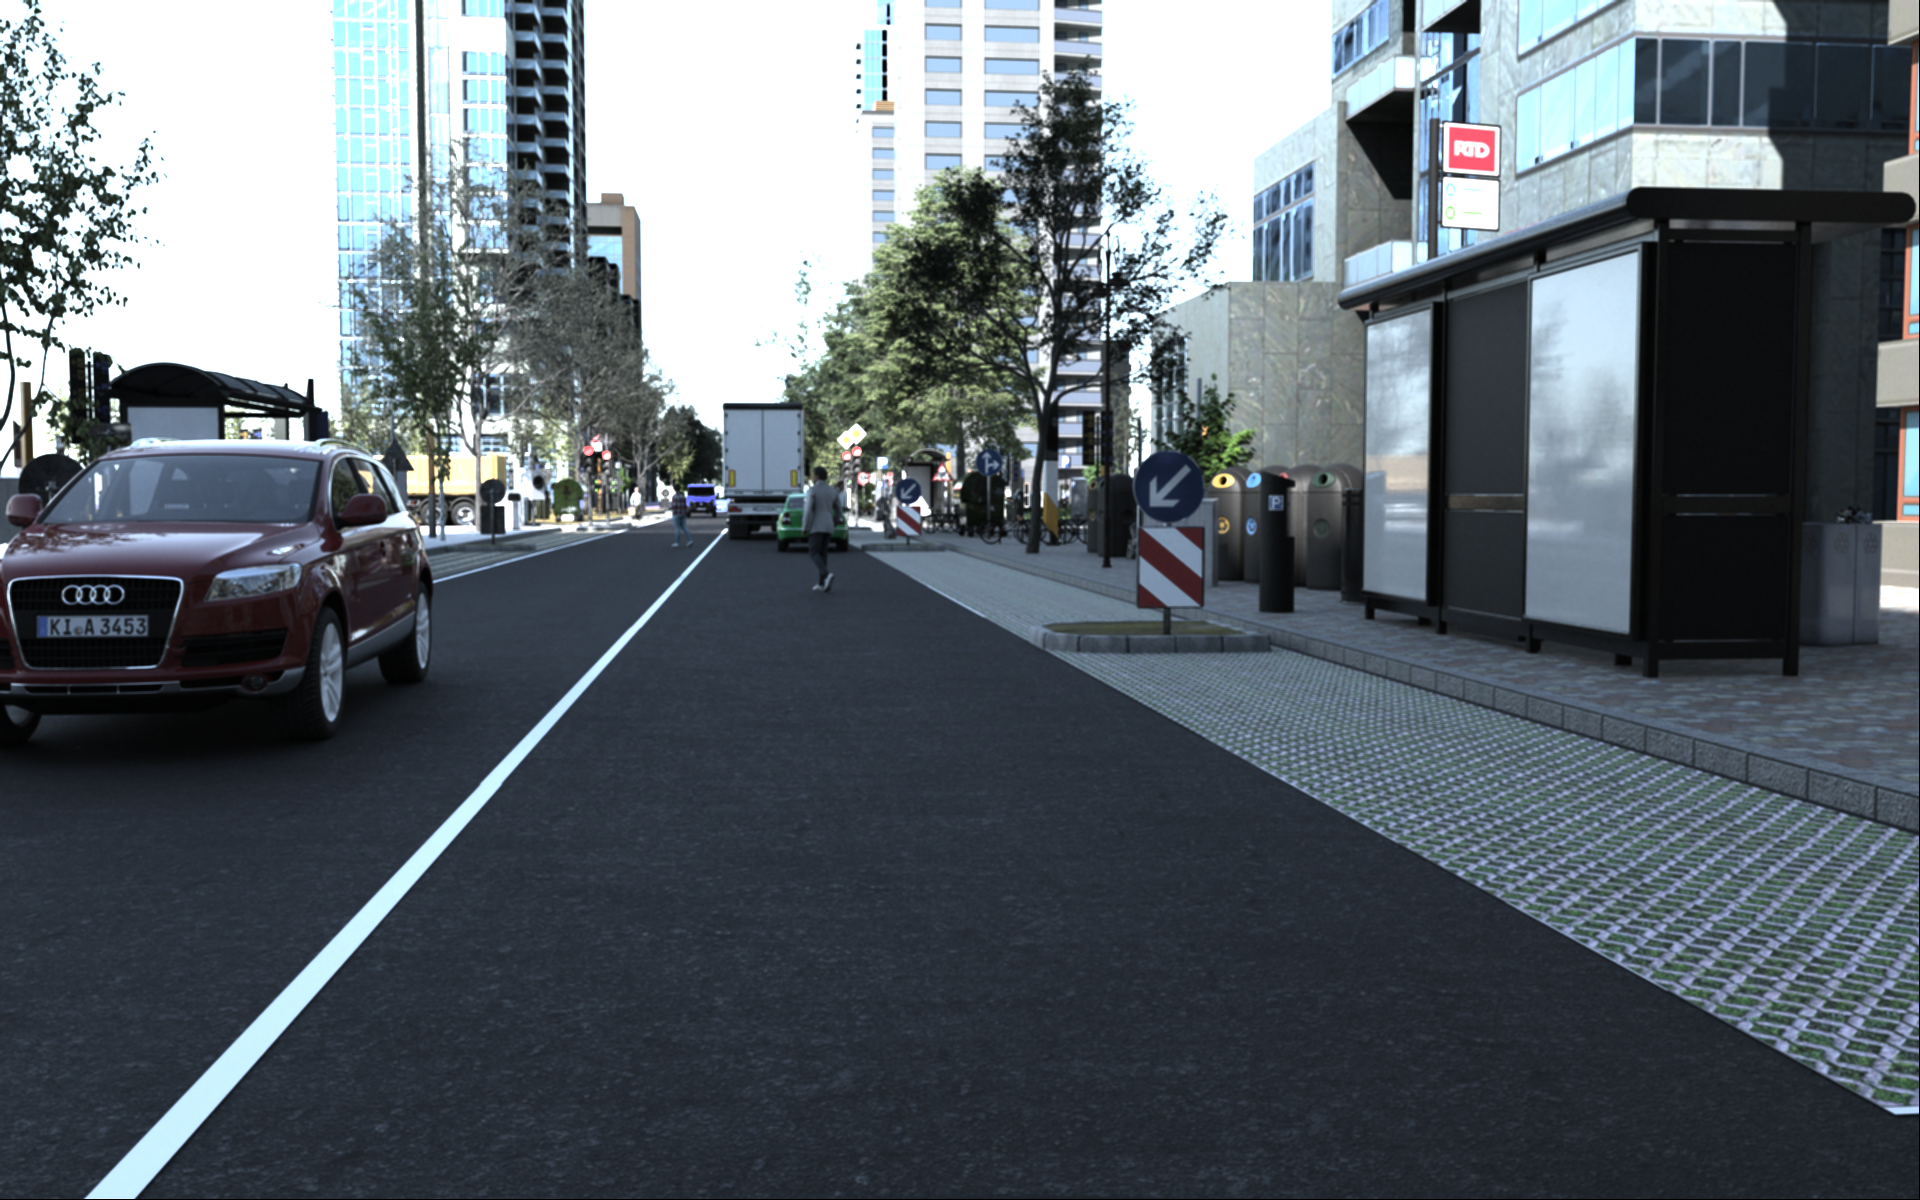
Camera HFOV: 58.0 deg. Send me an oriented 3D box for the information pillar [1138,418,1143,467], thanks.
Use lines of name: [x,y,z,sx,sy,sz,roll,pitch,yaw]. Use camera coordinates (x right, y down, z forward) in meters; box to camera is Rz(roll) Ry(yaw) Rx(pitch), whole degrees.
information pillar: [5.578,-3.811,53.661,0.183,3.616,0.504,1,4,14]

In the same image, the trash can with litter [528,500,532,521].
trash can with litter: [-20.436,-4.262,81.074,0.624,1.170,1.055,-3,4,-37]

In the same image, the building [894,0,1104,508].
building: [3.794,-38.894,177.917,21.231,58.520,28.212,0,4,-7]

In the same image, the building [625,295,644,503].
building: [-52.767,-29.043,246.556,14.160,30.474,14.107,0,4,-7]

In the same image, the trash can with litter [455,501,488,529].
trash can with litter: [-17.378,-3.214,63.600,1.678,1.210,2.233,-3,5,-43]

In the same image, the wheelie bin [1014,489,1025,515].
wheelie bin: [3.639,-6.044,106.730,0.693,1.594,0.980,-1,4,-17]

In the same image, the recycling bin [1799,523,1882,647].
recycling bin: [7.407,-0.147,14.960,0.722,1.027,0.722,-2,4,-25]

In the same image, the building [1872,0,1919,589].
building: [28.284,-10.158,11.124,27.650,21.520,28.899,0,4,-7]

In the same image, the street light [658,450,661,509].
street light: [-26.518,-11.028,153.094,0.468,5.910,1.993,0,4,-7]

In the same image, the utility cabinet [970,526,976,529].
utility cabinet: [0.608,-3.211,63.667,0.306,1.237,1.020,1,4,13]

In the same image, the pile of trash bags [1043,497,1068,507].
pile of trash bags: [7.055,-7.090,125.674,1.912,1.369,3.447,-1,4,-20]

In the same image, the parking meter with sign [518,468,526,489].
parking meter with sign: [-29.032,-7.321,115.967,0.543,3.016,1.738,0,4,5]

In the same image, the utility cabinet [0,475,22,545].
utility cabinet: [-11.161,-0.717,20.406,1.173,1.500,0.318,-1,4,-17]

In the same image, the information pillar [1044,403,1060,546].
information pillar: [2.271,-3.162,43.052,0.183,3.616,0.504,3,5,42]

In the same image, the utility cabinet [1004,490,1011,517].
utility cabinet: [2.258,-5.403,97.018,1.173,1.500,0.318,-2,4,-26]

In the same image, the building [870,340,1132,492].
building: [3.953,-22.185,207.757,27.650,21.520,28.899,0,4,-7]

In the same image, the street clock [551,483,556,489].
street clock: [-26.115,-6.557,111.784,0.358,2.002,0.471,3,5,42]

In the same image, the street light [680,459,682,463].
street light: [-31.065,-13.456,192.788,0.468,5.910,1.993,0,4,-7]

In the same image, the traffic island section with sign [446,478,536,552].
traffic island section with sign: [-11.719,-2.129,43.431,1.989,1.847,2.006,0,4,-7]

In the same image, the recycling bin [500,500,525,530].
recycling bin: [-16.006,-3.008,61.730,0.722,1.027,0.722,-1,4,-10]

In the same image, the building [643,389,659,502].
building: [-63.977,-26.717,281.860,27.650,21.520,28.899,0,4,-7]

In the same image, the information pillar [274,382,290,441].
information pillar: [-14.272,-2.762,36.521,0.504,3.616,0.183,3,5,39]

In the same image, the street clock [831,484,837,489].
street clock: [-9.346,-7.577,128.458,0.471,2.002,0.358,3,5,44]

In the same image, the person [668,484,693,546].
person: [-7.679,-2.333,47.484,0.643,1.720,0.563,3,4,37]

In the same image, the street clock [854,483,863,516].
street clock: [-5.845,-5.815,99.647,0.471,2.002,0.358,0,4,-2]

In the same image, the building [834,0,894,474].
building: [-9.883,-60.128,295.769,22.319,86.520,31.000,0,4,-7]

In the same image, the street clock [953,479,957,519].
street clock: [-0.142,-4.958,85.636,0.358,2.002,0.471,-3,4,-36]

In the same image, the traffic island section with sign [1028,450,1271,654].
traffic island section with sign: [1.699,-0.476,16.417,1.989,1.847,2.006,0,4,-7]

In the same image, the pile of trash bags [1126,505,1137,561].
pile of trash bags: [4.945,-1.470,33.784,3.447,1.369,1.912,1,4,8]

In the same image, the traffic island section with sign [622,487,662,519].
traffic island section with sign: [-18.084,-5.477,98.183,1.989,1.847,2.006,0,4,-7]

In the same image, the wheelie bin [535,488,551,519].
wheelie bin: [-21.134,-4.880,87.697,0.693,1.594,0.980,-3,5,-44]

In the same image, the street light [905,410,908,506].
street light: [-2.140,-5.899,69.228,0.468,5.910,1.993,0,4,-7]

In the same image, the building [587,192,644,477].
building: [-55.100,-37.306,260.055,14.600,45.320,14.200,0,4,-7]

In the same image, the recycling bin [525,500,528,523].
recycling bin: [-19.554,-3.907,76.425,0.722,1.027,0.722,3,4,39]

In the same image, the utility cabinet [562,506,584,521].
utility cabinet: [-18.476,-4.509,82.405,1.173,1.500,0.318,1,4,17]

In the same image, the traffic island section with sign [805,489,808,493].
traffic island section with sign: [-11.105,-7.220,126.668,1.989,1.847,2.006,0,4,-7]

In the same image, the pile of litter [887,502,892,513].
pile of litter: [-4.495,-6.234,115.891,1.176,0.858,1.719,0,4,1]

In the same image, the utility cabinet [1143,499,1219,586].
utility cabinet: [3.094,-0.804,24.313,1.020,1.237,0.306,1,4,22]

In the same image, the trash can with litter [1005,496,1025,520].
trash can with litter: [2.502,-4.237,80.667,0.624,1.170,1.055,3,5,43]

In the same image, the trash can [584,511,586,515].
trash can: [-23.014,-5.763,105.876,0.748,1.137,0.748,0,3,0]

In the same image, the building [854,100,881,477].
building: [-5.591,-44.325,266.713,21.231,58.520,28.212,0,4,-7]

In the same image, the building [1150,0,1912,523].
building: [19.756,-44.869,46.286,22.319,86.520,31.000,0,4,-7]

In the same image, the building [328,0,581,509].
building: [-46.981,-51.966,162.314,22.319,86.520,31.000,0,4,-7]

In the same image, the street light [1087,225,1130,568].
street light: [2.567,-3.506,30.111,0.468,5.910,1.993,0,4,-7]

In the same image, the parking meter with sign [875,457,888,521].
parking meter with sign: [-3.806,-5.294,82.820,0.543,3.016,1.738,-1,4,-9]

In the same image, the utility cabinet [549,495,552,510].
utility cabinet: [-32.918,-7.736,137.637,1.020,1.237,0.306,2,4,24]

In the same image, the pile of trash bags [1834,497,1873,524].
pile of trash bags: [16.093,-1.225,29.776,1.912,1.369,3.447,3,5,41]

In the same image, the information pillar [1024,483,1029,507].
information pillar: [4.507,-6.866,116.758,0.304,2.012,0.304,1,4,8]

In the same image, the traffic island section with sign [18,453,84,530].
traffic island section with sign: [-8.541,-0.451,16.000,1.989,1.847,2.006,0,4,-7]

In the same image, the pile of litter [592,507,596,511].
pile of litter: [-28.021,-7.405,135.042,1.719,0.858,1.176,0,4,-7]

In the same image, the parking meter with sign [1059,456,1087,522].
parking meter with sign: [5.516,-5.115,79.892,1.738,3.016,0.543,-3,4,-37]

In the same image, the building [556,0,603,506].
building: [-49.290,-45.912,188.906,20.563,71.187,20.611,0,4,-7]

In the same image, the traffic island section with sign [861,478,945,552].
traffic island section with sign: [-1.474,-2.147,43.735,1.989,1.847,2.006,0,4,-7]

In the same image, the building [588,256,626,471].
building: [-48.260,-26.667,207.711,14.160,30.474,14.107,0,4,-7]

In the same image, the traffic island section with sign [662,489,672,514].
traffic island section with sign: [-21.212,-7.131,125.216,1.989,1.847,2.006,0,4,-7]

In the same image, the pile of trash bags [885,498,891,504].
pile of trash bags: [-6.352,-8.112,142.387,3.447,1.369,1.912,0,4,-4]

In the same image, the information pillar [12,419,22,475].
information pillar: [-29.501,-3.857,54.409,0.183,3.616,0.504,1,4,22]
